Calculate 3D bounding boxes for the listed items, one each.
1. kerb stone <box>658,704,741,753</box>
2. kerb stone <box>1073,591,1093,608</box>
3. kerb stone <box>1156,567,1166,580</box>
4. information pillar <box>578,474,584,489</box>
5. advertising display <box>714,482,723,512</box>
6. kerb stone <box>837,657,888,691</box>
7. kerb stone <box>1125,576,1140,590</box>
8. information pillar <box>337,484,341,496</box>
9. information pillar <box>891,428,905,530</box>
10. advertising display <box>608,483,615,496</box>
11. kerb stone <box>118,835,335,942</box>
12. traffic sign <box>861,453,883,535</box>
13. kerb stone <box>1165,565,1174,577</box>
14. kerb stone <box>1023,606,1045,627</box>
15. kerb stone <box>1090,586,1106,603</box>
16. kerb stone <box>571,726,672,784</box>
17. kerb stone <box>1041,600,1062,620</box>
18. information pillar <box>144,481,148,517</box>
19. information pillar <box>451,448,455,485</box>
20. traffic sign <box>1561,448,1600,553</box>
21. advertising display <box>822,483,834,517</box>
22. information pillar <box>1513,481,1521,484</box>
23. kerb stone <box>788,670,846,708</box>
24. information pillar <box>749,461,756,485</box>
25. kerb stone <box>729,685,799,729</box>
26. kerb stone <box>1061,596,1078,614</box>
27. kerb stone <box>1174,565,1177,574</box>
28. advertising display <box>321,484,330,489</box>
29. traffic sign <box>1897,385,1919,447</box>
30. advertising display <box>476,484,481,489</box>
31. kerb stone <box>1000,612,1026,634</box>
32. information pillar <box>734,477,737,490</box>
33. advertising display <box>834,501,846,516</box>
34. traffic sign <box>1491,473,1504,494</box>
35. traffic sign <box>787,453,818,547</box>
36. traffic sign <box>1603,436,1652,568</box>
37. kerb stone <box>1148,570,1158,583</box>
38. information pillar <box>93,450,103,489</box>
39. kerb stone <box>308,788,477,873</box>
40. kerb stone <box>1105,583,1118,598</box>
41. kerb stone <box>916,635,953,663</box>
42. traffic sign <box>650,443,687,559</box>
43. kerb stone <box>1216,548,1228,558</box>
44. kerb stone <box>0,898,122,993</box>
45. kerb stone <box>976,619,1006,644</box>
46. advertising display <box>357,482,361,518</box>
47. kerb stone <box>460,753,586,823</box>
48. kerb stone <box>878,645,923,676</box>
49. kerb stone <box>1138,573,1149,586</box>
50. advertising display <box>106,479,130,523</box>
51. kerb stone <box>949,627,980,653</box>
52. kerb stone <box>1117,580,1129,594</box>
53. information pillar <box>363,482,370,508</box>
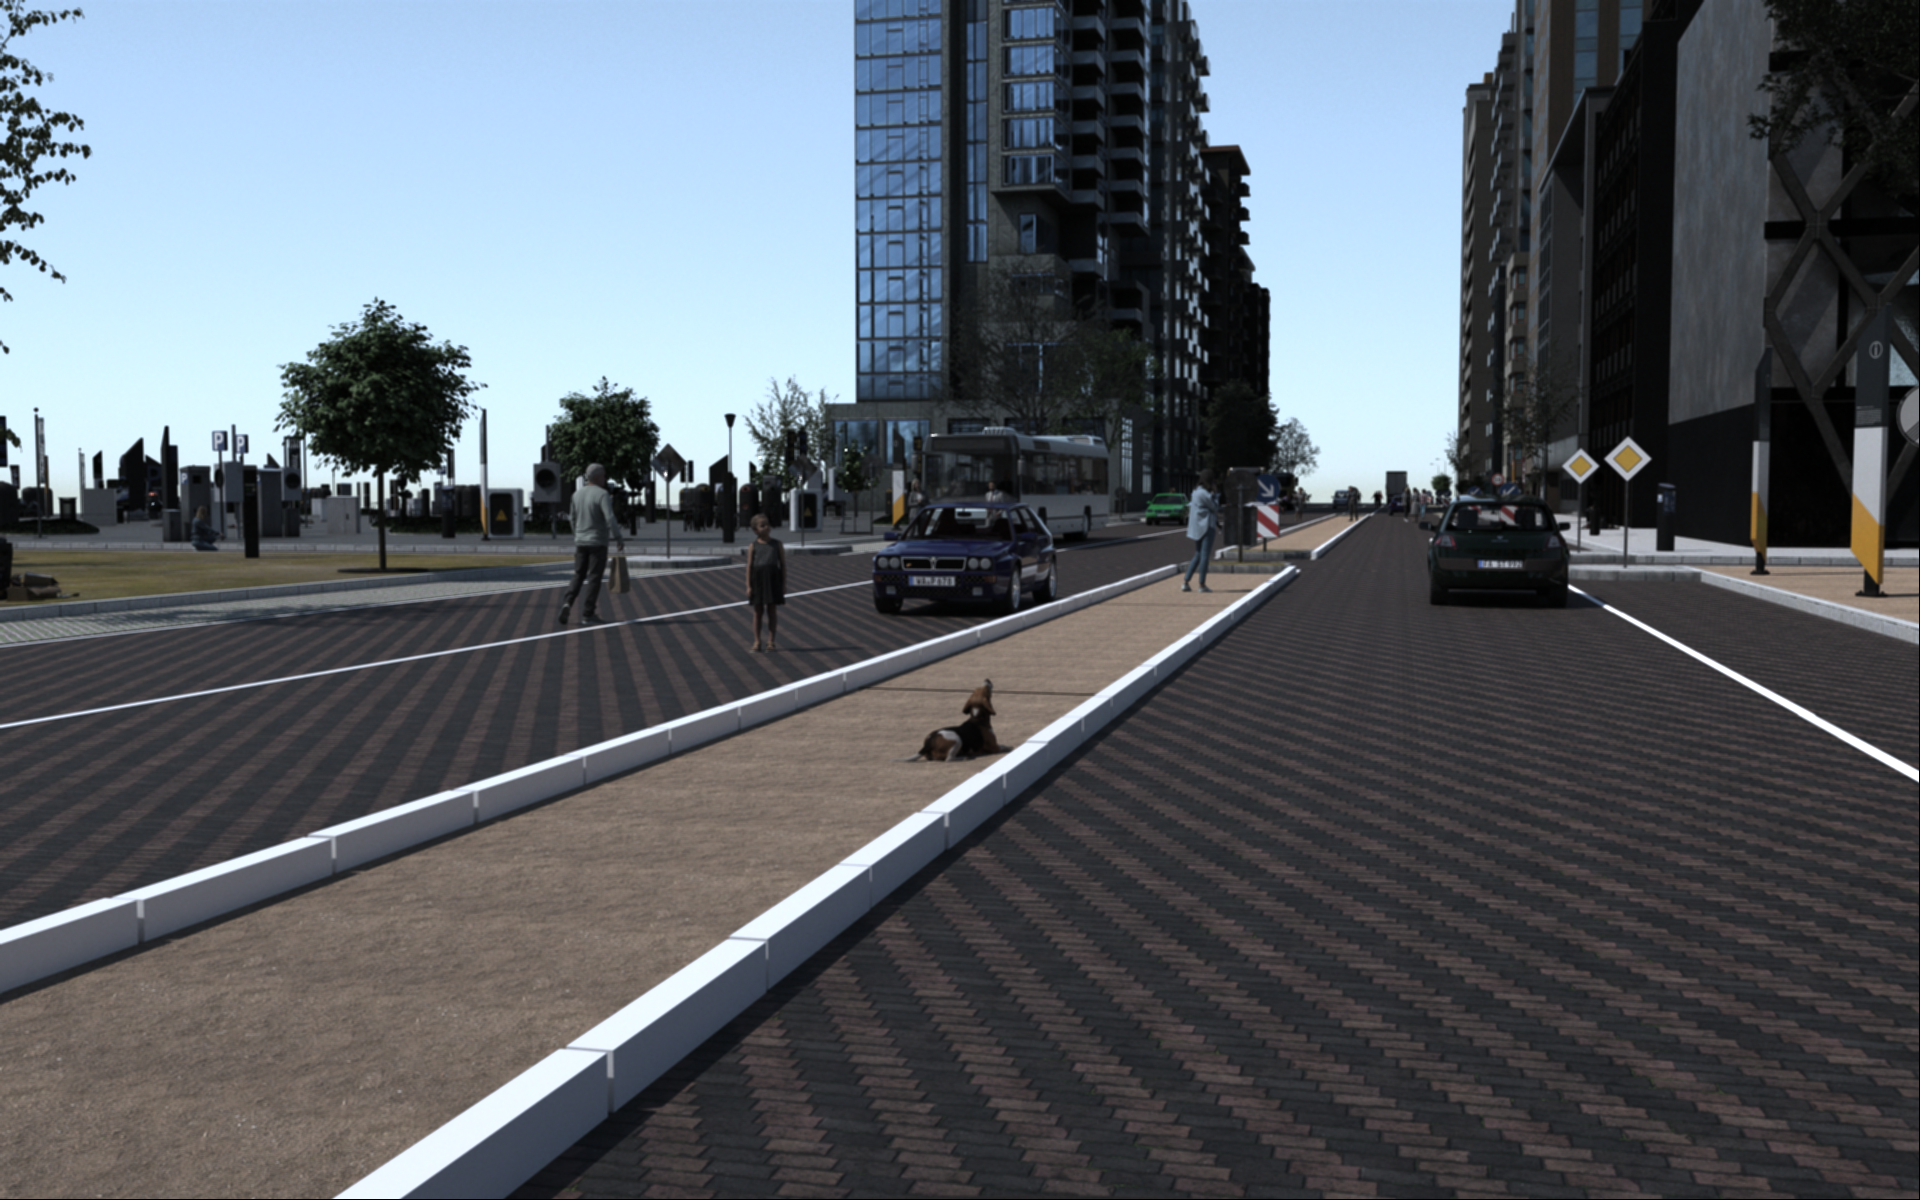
[{"bbox_3d":[-1.518,0.747,9.981,0.120,0.150,1.000,1,4,14],"label":"kerb stone"},{"bbox_3d":[1.501,0.017,21.916,0.120,0.150,1.000,1,4,14],"label":"kerb stone"},{"bbox_3d":[3.269,-0.409,28.884,0.120,0.150,1.000,1,4,14],"label":"kerb stone"},{"bbox_3d":[-17.711,-5.483,81.007,0.183,3.616,0.504,-3,5,-41],"label":"information pillar"},{"bbox_3d":[-13.150,-5.554,96.025,0.974,1.923,0.123,1,4,20],"label":"advertising display"},{"bbox_3d":[-0.758,0.564,12.968,0.120,0.150,1.000,1,4,14],"label":"kerb stone"},{"bbox_3d":[2.514,-0.226,25.891,0.120,0.150,1.000,1,4,14],"label":"kerb stone"},{"bbox_3d":[-43.301,-7.121,120.920,0.304,2.012,0.304,0,4,4],"label":"information pillar"},{"bbox_3d":[-2.173,-4.265,61.088,0.504,3.616,0.183,2,4,35],"label":"information pillar"},{"bbox_3d":[-20.198,-5.776,99.658,0.123,1.923,0.974,2,4,27],"label":"advertising display"},{"bbox_3d":[-2.526,0.995,5.998,0.120,0.150,1.000,1,4,14],"label":"kerb stone"},{"bbox_3d":[-2.756,-3.299,54.040,0.768,2.556,0.104,1,4,21],"label":"traffic sign"},{"bbox_3d":[3.519,-0.470,29.875,0.120,0.150,1.000,1,4,14],"label":"kerb stone"},{"bbox_3d":[0.747,0.202,18.926,0.120,0.150,1.000,1,4,14],"label":"kerb stone"},{"bbox_3d":[1.756,-0.043,22.906,0.120,0.150,1.000,1,4,14],"label":"kerb stone"},{"bbox_3d":[-1.770,0.808,8.987,0.120,0.150,1.000,1,4,14],"label":"kerb stone"},{"bbox_3d":[0.993,0.139,19.919,0.120,0.150,1.000,1,4,14],"label":"kerb stone"},{"bbox_3d":[-46.492,-5.756,98.597,0.304,2.012,0.304,2,4,26],"label":"information pillar"},{"bbox_3d":[-25.952,-5.948,88.608,0.183,3.616,0.504,-2,4,-31],"label":"information pillar"},{"bbox_3d":[13.475,-2.081,37.664,0.795,2.450,0.064,1,4,14],"label":"traffic sign"},{"bbox_3d":[-7.781,-5.699,98.386,0.974,1.923,0.123,-2,4,-32],"label":"advertising display"},{"bbox_3d":[31.116,-5.648,96.838,0.304,2.012,0.304,-3,4,-39],"label":"information pillar"},{"bbox_3d":[-1.017,0.625,11.976,0.120,0.150,1.000,1,4,14],"label":"kerb stone"},{"bbox_3d":[-14.539,-7.960,121.501,0.504,3.616,0.183,-1,4,-22],"label":"information pillar"},{"bbox_3d":[-1.263,0.687,10.972,0.120,0.150,1.000,1,4,14],"label":"kerb stone"},{"bbox_3d":[1.250,0.083,20.920,0.120,0.150,1.000,1,4,14],"label":"kerb stone"},{"bbox_3d":[3.772,-0.531,30.871,0.120,0.150,1.000,1,4,14],"label":"kerb stone"},{"bbox_3d":[-41.475,-6.606,113.228,0.123,1.923,0.974,0,4,7],"label":"advertising display"},{"bbox_3d":[11.000,-1.193,19.609,0.768,2.556,0.104,1,4,18],"label":"traffic sign"},{"bbox_3d":[-32.291,-6.824,116.790,0.123,1.923,0.974,2,4,24],"label":"advertising display"},{"bbox_3d":[0.493,0.261,17.935,0.120,0.150,1.000,1,4,14],"label":"kerb stone"},{"bbox_3d":[-9.987,-4.380,76.101,0.304,2.012,0.304,1,4,22],"label":"information pillar"},{"bbox_3d":[-6.984,-5.763,99.446,0.974,1.923,0.123,-3,4,-38],"label":"advertising display"},{"bbox_3d":[32.771,-6.452,105.598,0.768,2.556,0.104,1,4,16],"label":"traffic sign"},{"bbox_3d":[-3.820,-2.349,42.049,0.795,2.450,0.064,1,4,14],"label":"traffic sign"},{"bbox_3d":[11.514,-1.607,29.922,0.795,2.450,0.064,1,4,14],"label":"traffic sign"},{"bbox_3d":[3.020,-0.343,27.893,0.120,0.150,1.000,1,4,14],"label":"kerb stone"},{"bbox_3d":[-45.913,-6.174,92.298,0.183,3.616,0.504,2,4,33],"label":"information pillar"},{"bbox_3d":[-2.278,0.929,7.000,0.120,0.150,1.000,1,4,14],"label":"kerb stone"},{"bbox_3d":[2.010,-0.105,23.907,0.120,0.150,1.000,1,4,14],"label":"kerb stone"},{"bbox_3d":[-0.263,0.443,14.954,0.120,0.150,1.000,1,4,14],"label":"kerb stone"},{"bbox_3d":[-5.781,-1.876,34.308,0.795,2.450,0.064,1,4,14],"label":"traffic sign"},{"bbox_3d":[5.917,-1.048,39.334,0.120,0.150,1.000,1,4,14],"label":"kerb stone"},{"bbox_3d":[-2.780,1.051,5.005,0.120,0.150,1.000,1,4,14],"label":"kerb stone"},{"bbox_3d":[0.254,0.321,16.939,0.120,0.150,1.000,1,4,14],"label":"kerb stone"},{"bbox_3d":[-32.617,-5.433,94.037,0.123,1.923,0.974,-1,4,-14],"label":"advertising display"},{"bbox_3d":[-2.020,0.869,7.996,0.120,0.150,1.000,1,4,14],"label":"kerb stone"},{"bbox_3d":[-0.512,0.504,13.960,0.120,0.150,1.000,1,4,14],"label":"kerb stone"},{"bbox_3d":[2.762,-0.286,26.891,0.120,0.150,1.000,1,4,14],"label":"kerb stone"},{"bbox_3d":[-36.780,-4.311,75.701,0.123,1.923,0.974,2,4,34],"label":"advertising display"},{"bbox_3d":[-0.015,0.386,15.946,0.120,0.150,1.000,1,4,14],"label":"kerb stone"},{"bbox_3d":[2.261,-0.158,24.898,0.120,0.150,1.000,1,4,14],"label":"kerb stone"},{"bbox_3d":[-36.910,-6.317,107.780,0.304,2.012,0.304,-3,5,-42],"label":"information pillar"}]
